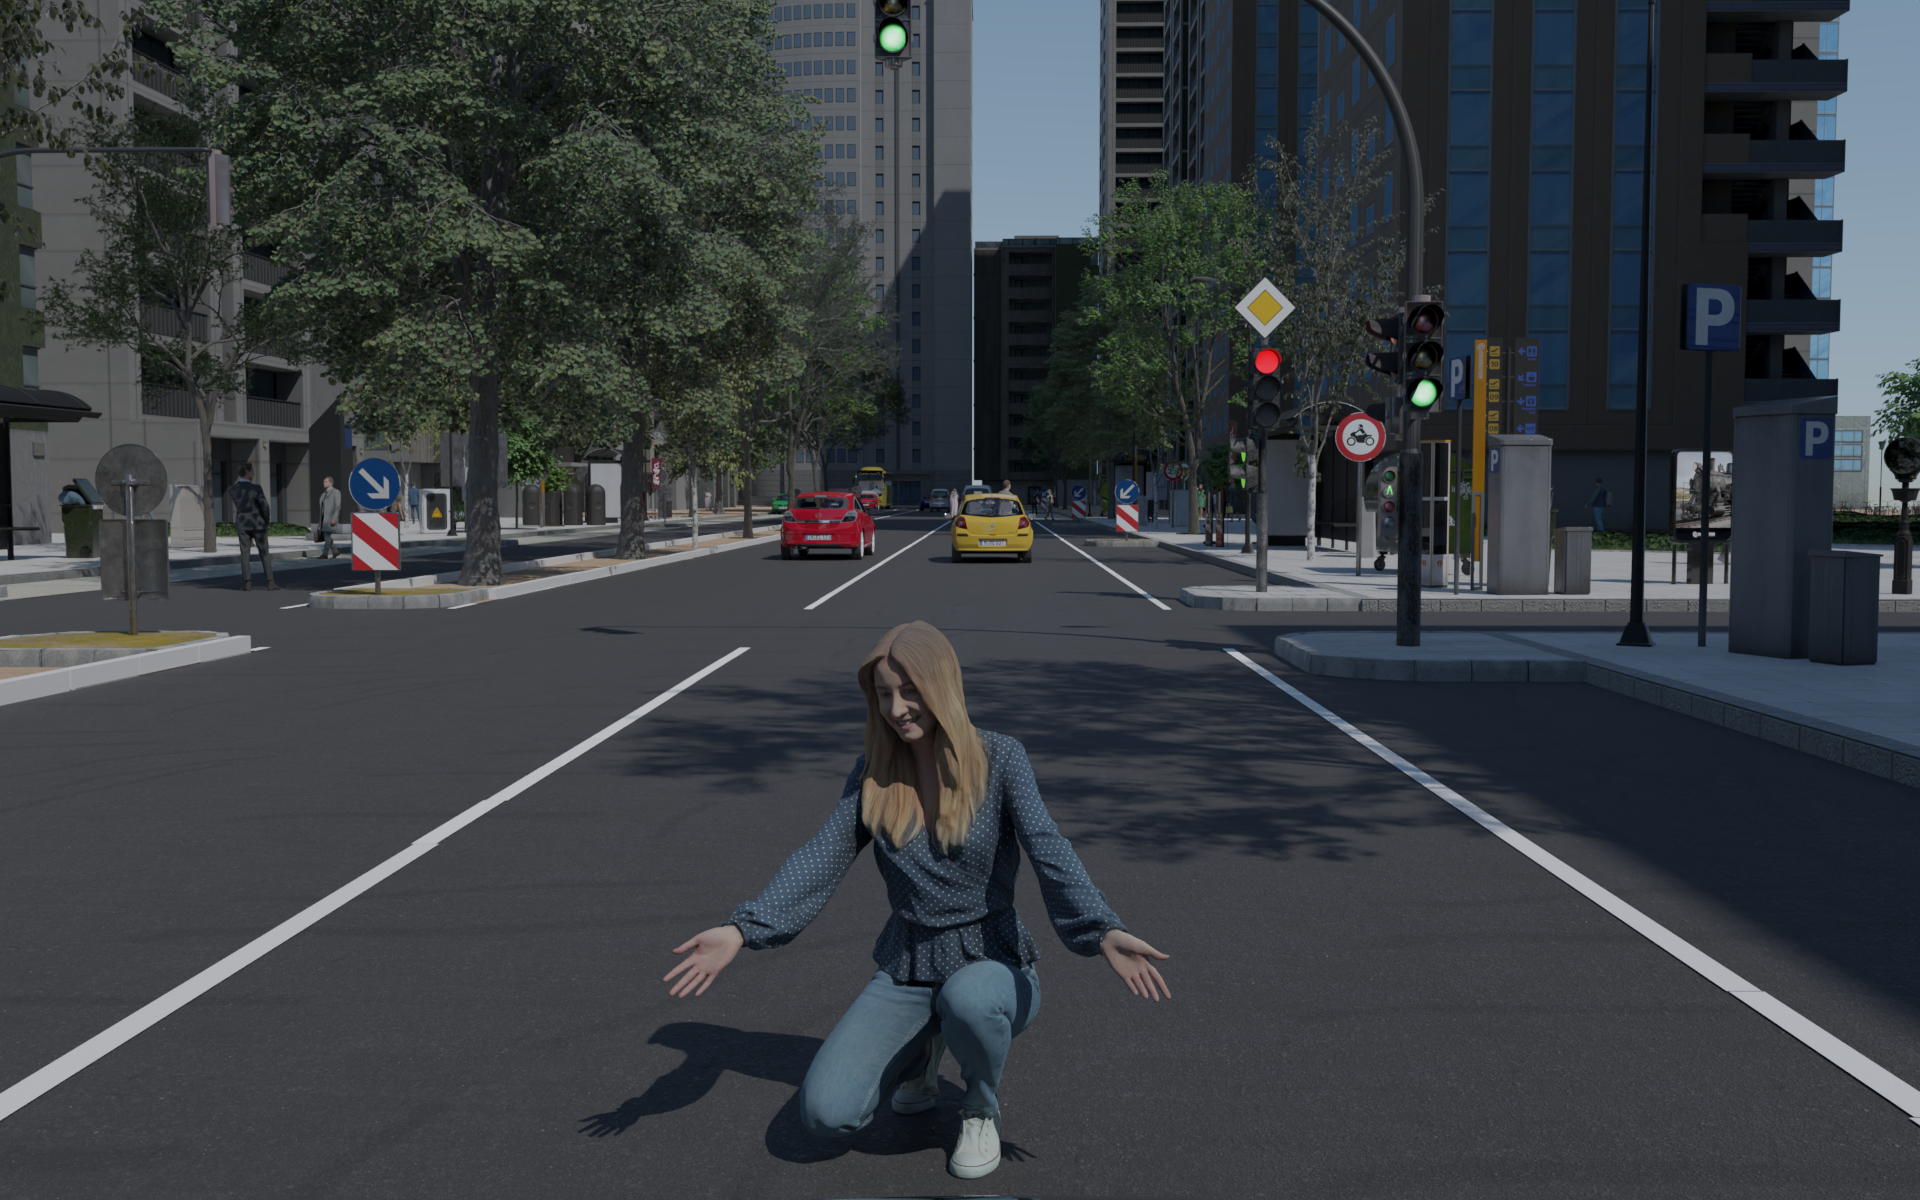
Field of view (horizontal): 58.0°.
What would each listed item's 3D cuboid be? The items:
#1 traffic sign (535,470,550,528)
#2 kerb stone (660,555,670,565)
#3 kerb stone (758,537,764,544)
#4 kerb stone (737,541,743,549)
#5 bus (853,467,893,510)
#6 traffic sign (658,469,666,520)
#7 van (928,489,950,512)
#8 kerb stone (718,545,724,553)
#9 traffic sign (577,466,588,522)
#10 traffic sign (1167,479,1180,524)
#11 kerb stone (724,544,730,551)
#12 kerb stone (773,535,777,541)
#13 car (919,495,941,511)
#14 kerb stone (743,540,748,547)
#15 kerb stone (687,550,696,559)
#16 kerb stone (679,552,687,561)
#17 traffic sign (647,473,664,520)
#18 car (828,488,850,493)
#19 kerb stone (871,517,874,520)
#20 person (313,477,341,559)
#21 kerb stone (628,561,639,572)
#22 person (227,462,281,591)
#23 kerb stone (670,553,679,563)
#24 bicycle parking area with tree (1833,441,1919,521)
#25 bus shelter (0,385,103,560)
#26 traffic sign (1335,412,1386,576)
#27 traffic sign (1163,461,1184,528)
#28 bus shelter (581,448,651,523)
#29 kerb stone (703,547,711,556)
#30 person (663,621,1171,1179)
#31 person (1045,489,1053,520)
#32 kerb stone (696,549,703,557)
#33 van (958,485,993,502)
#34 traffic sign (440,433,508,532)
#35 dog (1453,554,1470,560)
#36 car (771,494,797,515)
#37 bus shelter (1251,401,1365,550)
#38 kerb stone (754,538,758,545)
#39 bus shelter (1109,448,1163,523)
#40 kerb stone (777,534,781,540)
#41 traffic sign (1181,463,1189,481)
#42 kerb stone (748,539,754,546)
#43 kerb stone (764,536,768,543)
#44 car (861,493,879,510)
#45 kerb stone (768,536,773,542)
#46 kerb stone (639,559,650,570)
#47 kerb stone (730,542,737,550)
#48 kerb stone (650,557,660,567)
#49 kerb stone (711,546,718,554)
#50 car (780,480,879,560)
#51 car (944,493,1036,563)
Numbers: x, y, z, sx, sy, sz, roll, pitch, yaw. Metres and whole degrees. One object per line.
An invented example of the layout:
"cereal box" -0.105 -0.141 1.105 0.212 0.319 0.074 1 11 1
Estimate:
"traffic sign" -15.826 -3.991 65.358 0.768 2.556 0.104 1 4 10
"kerb stone" -6.101 -0.795 35.189 0.120 0.150 1.000 0 4 1
"kerb stone" -5.813 -1.674 49.560 0.120 0.150 1.000 0 4 1
"kerb stone" -5.896 -1.423 45.461 0.120 0.150 1.000 0 4 1
"bus" -7.930 -10.366 161.028 2.896 3.916 12.252 0 4 2
"traffic sign" -14.776 -5.187 84.914 0.768 2.556 0.104 0 4 3
"van" -1.601 -8.134 140.005 2.013 2.044 4.112 0 4 0
"kerb stone" -5.965 -1.234 42.379 0.120 0.150 1.000 0 4 1
"traffic sign" -17.012 -4.802 78.613 0.768 2.556 0.104 0 4 1
"traffic sign" 9.003 -4.553 74.450 0.884 2.594 0.081 0 4 3
"kerb stone" -5.954 -1.297 43.409 0.120 0.150 1.000 0 4 1
"kerb stone" -5.768 -1.862 52.645 0.120 0.150 1.000 0 4 1
"car" -2.516 -8.273 147.849 1.945 1.354 3.894 0 4 2
"kerb stone" -5.885 -1.485 46.483 0.120 0.150 1.000 0 4 1
"kerb stone" -6.036 -0.983 38.269 0.120 0.150 1.000 0 4 1
"kerb stone" -6.063 -0.920 37.239 0.120 0.150 1.000 0 4 1
"traffic sign" -14.898 -5.170 84.537 0.884 2.594 0.081 0 4 5
"car" -8.272 -6.703 118.265 2.281 1.827 5.304 0 4 2
"kerb stone" -4.880 -4.555 96.747 0.120 0.150 1.000 0 4 1
"person" -13.898 -1.800 38.035 0.694 1.812 0.767 2 4 35
"kerb stone" -6.161 -0.607 32.119 0.120 0.150 1.000 0 4 1
"person" -10.492 -1.091 25.700 0.648 1.900 0.474 0 4 -3
"kerb stone" -6.075 -0.855 36.212 0.120 0.150 1.000 0 4 1
"bicycle parking area with tree" 51.537 -6.410 91.811 9.016 4.147 8.231 -1 4 -21
"bus shelter" -17.830 -2.280 31.197 2.014 3.302 5.546 0 4 1
"traffic sign" 6.235 -1.647 27.029 0.768 2.556 0.104 1 4 9
"traffic sign" 8.060 -4.001 65.529 0.768 2.556 0.104 0 4 2
"bus shelter" -15.571 -5.186 78.720 2.014 3.302 5.546 0 4 1
"kerb stone" -6.003 -1.109 40.324 0.120 0.150 1.000 0 4 1
"person" -0.008 0.629 3.710 1.012 1.151 0.738 1 4 23
"person" 4.995 -5.348 96.940 0.522 1.701 0.512 -2 4 -33
"kerb stone" -6.024 -1.037 39.299 0.120 0.150 1.000 0 4 1
"van" 0.893 -4.617 82.498 2.013 2.044 4.112 0 4 2
"traffic sign" -16.228 -3.913 57.844 2.265 3.308 0.079 0 4 2
"dog" 9.918 -1.048 33.970 0.540 0.507 0.406 1 4 12
"car" -12.044 -6.852 120.825 1.959 1.807 4.718 0 4 2
"bus shelter" 8.097 -2.832 40.232 2.014 3.302 5.546 0 4 1
"kerb stone" -5.848 -1.605 48.538 0.120 0.150 1.000 0 4 1
"bus shelter" 7.939 -5.183 78.669 2.014 3.302 5.546 0 4 1
"kerb stone" -5.738 -1.925 53.667 0.120 0.150 1.000 0 4 1
"traffic sign" 9.265 -4.384 71.411 0.795 2.593 0.064 0 4 8
"kerb stone" -5.857 -1.548 47.512 0.120 0.150 1.000 0 4 1
"kerb stone" -5.799 -1.737 50.591 0.120 0.150 1.000 0 4 1
"car" -8.134 -8.772 152.469 2.155 1.783 4.494 0 4 1
"kerb stone" -5.774 -1.799 51.613 0.120 0.150 1.000 0 4 1
"kerb stone" -6.142 -0.669 33.142 0.120 0.150 1.000 0 4 1
"kerb stone" -5.921 -1.355 44.439 0.120 0.150 1.000 0 4 1
"kerb stone" -6.115 -0.732 34.167 0.120 0.150 1.000 0 4 1
"kerb stone" -5.982 -1.171 41.355 0.120 0.150 1.000 0 4 1
"car" -2.950 -1.846 39.219 2.155 1.783 4.494 0 4 2
"car" 0.655 -1.663 37.409 2.015 1.641 3.980 0 4 0
